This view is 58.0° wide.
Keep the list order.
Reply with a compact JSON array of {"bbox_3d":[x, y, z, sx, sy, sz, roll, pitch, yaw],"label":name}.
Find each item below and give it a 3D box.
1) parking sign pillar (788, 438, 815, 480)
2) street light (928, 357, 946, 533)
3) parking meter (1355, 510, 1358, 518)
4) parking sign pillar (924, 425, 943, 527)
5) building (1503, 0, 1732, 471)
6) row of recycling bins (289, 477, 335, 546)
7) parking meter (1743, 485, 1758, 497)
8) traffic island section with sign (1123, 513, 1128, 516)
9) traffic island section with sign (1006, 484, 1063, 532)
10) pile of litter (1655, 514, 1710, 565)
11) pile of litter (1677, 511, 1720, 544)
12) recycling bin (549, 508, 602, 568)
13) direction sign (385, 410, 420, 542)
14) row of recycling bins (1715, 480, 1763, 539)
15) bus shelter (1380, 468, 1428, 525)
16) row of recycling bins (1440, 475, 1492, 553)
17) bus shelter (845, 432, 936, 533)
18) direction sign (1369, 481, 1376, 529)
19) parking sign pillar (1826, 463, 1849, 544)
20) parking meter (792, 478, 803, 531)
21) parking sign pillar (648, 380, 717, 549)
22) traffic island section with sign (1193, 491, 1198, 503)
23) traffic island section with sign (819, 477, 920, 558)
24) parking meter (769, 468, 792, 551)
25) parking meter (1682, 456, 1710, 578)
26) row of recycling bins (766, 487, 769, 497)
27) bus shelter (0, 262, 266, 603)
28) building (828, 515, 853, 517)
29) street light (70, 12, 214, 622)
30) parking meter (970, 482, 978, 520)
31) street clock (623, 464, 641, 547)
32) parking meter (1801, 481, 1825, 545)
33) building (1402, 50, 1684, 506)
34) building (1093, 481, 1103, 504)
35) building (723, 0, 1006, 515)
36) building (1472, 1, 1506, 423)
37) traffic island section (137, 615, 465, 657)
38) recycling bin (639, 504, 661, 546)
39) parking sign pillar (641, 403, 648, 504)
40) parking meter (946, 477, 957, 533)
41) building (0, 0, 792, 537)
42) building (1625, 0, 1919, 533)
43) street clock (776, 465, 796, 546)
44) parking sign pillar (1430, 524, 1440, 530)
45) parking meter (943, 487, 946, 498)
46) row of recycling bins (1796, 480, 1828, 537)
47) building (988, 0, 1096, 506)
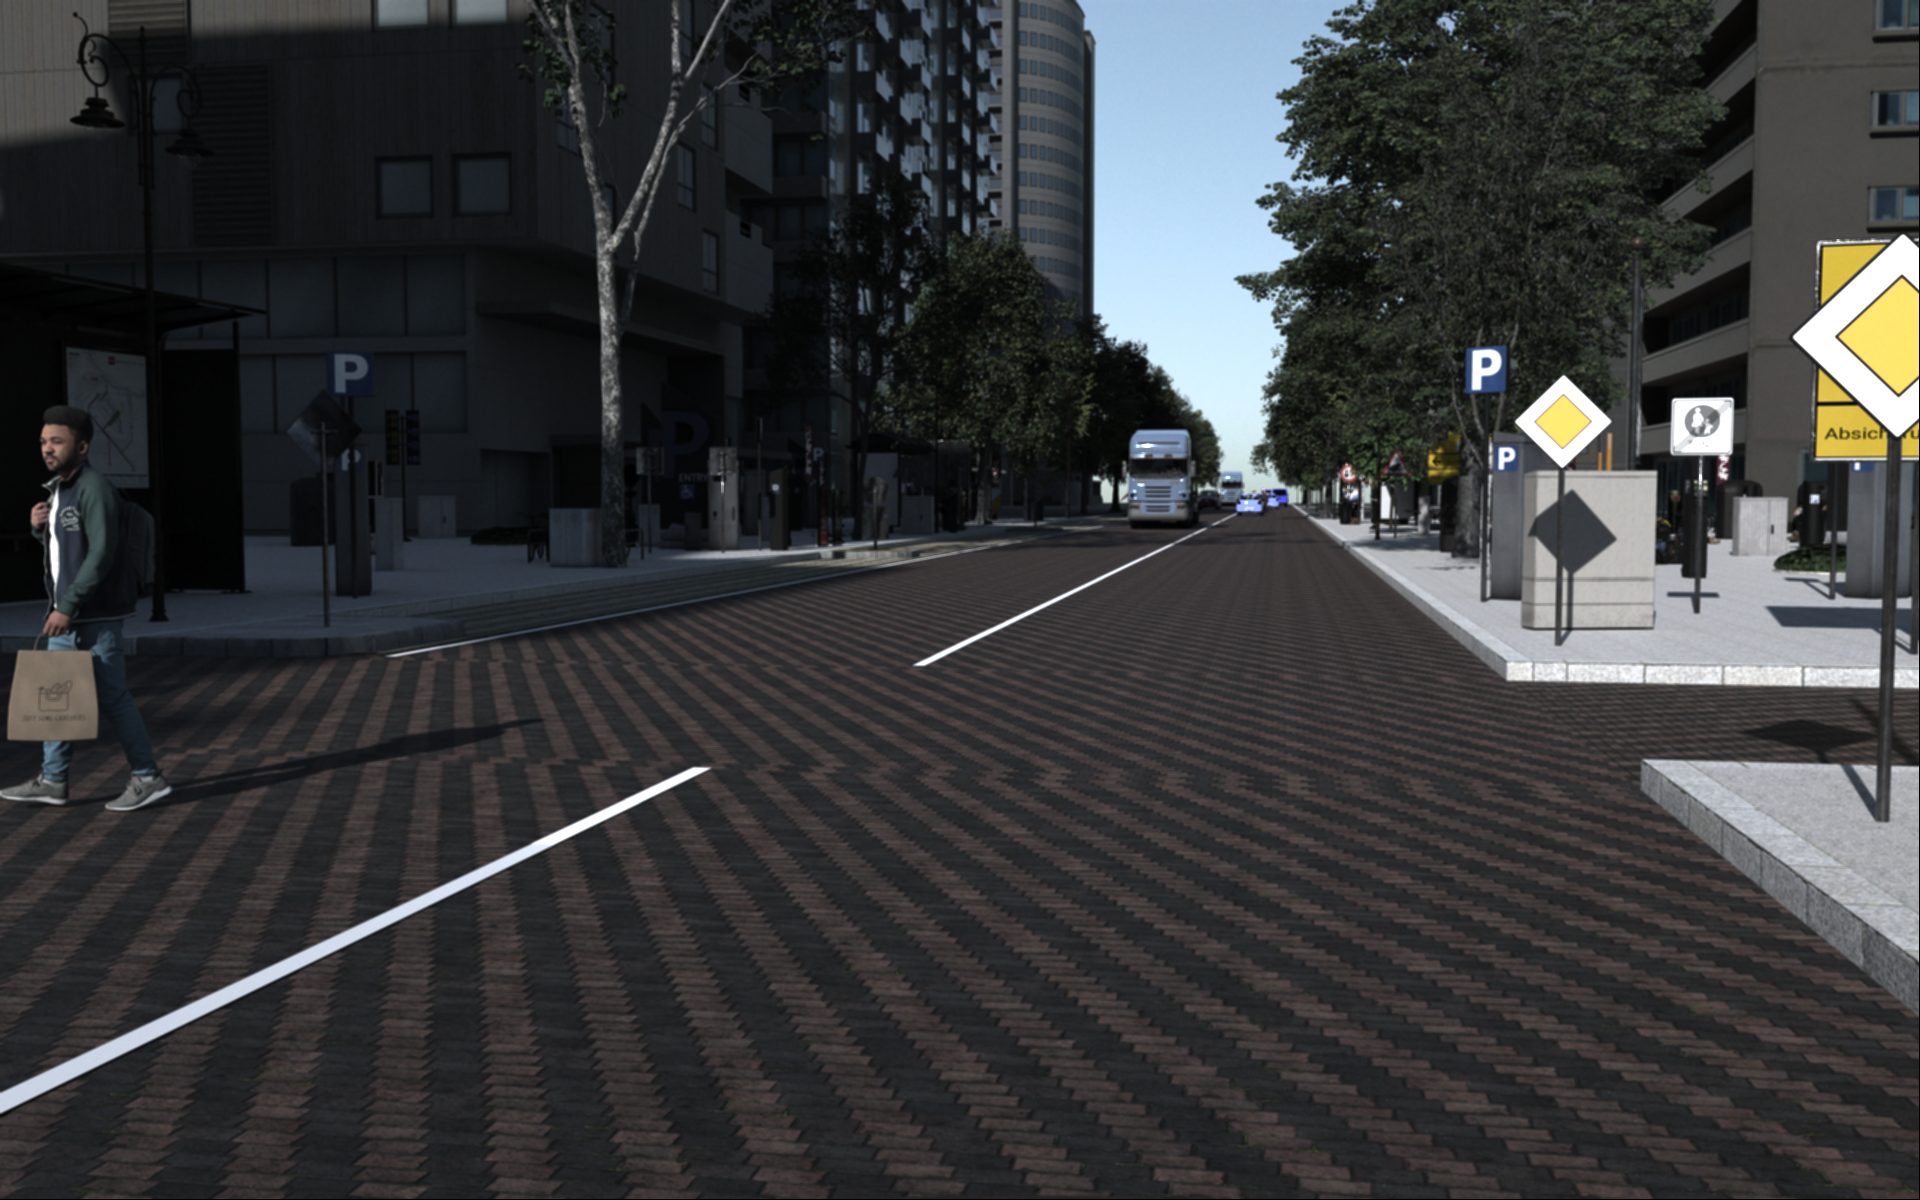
[{"bbox_3d":[-7.513,-5.730,82.159,1.447,3.967,1.447,0,4,-5],"label":"parking sign pillar"},{"bbox_3d":[-0.763,-5.141,56.842,0.468,5.910,1.993,1,4,10],"label":"street light"},{"bbox_3d":[19.873,-4.803,86.941,0.372,1.533,0.369,0,3,0],"label":"parking meter"},{"bbox_3d":[-1.032,-4.809,67.100,1.447,3.967,1.447,1,4,16],"label":"parking sign pillar"},{"bbox_3d":[42.003,-26.170,111.476,14.154,41.232,14.086,1,4,10],"label":"building"},{"bbox_3d":[-16.423,-2.260,44.062,1.069,1.692,3.534,-1,4,-16],"label":"row of recycling bins"},{"bbox_3d":[21.863,-2.418,47.943,0.372,1.533,0.369,0,3,0],"label":"parking meter"},{"bbox_3d":[11.851,-6.485,114.652,1.989,1.847,2.006,1,4,10],"label":"traffic island section with sign"},{"bbox_3d":[2.872,-3.494,65.751,1.989,1.847,2.006,1,4,10],"label":"traffic island section with sign"},{"bbox_3d":[12.581,-1.091,31.797,1.719,0.858,1.176,-1,4,-16],"label":"pile of litter"},{"bbox_3d":[19.136,-1.914,45.266,1.176,0.858,1.719,0,4,1],"label":"pile of litter"},{"bbox_3d":[-6.748,-1.100,30.534,0.722,1.027,0.722,1,4,19],"label":"recycling bin"},{"bbox_3d":[-15.015,-3.347,46.717,0.876,3.537,0.379,-1,4,-10],"label":"direction sign"},{"bbox_3d":[22.752,-2.662,50.643,1.069,1.692,3.534,2,4,32],"label":"row of recycling bins"},{"bbox_3d":[17.692,-4.599,69.113,2.014,3.302,5.546,1,4,10],"label":"bus shelter"},{"bbox_3d":[11.961,-1.962,39.196,3.534,1.692,1.069,-3,5,-44],"label":"row of recycling bins"},{"bbox_3d":[-2.259,-3.976,58.938,2.014,3.302,5.546,1,4,11],"label":"bus shelter"},{"bbox_3d":[15.324,-4.401,63.949,0.379,3.537,0.876,0,4,7],"label":"direction sign"},{"bbox_3d":[19.823,-3.032,38.041,1.447,3.967,1.447,-3,5,-43],"label":"parking sign pillar"},{"bbox_3d":[-5.715,-3.349,60.465,0.399,1.863,0.255,-2,4,-28],"label":"parking meter"},{"bbox_3d":[-6.415,-3.206,40.897,1.447,3.967,1.447,0,4,3],"label":"parking sign pillar"},{"bbox_3d":[26.592,-11.404,195.082,1.989,1.847,2.006,1,4,10],"label":"traffic island section with sign"},{"bbox_3d":[-1.980,-1.872,39.235,1.989,1.847,2.006,1,4,10],"label":"traffic island section with sign"},{"bbox_3d":[-4.114,-2.053,39.275,0.399,1.863,0.255,2,4,31],"label":"parking meter"},{"bbox_3d":[11.250,-1.270,26.481,0.255,1.863,0.399,0,4,3],"label":"parking meter"},{"bbox_3d":[-11.164,-5.221,92.483,1.069,1.692,3.534,1,4,20],"label":"row of recycling bins"},{"bbox_3d":[-10.278,-1.720,19.405,1.731,3.624,6.357,1,4,11],"label":"bus shelter"},{"bbox_3d":[-14.292,-29.949,109.267,23.786,49.044,30.456,1,4,10],"label":"building"},{"bbox_3d":[-8.076,-2.722,17.285,0.468,5.910,1.993,1,4,10],"label":"street light"},{"bbox_3d":[0.682,-4.876,85.441,0.255,1.863,0.399,-2,4,-27],"label":"parking meter"},{"bbox_3d":[-7.964,-2.279,41.834,0.471,2.002,0.358,-3,4,-36],"label":"street clock"},{"bbox_3d":[16.106,-1.486,32.706,0.372,1.533,0.369,0,3,0],"label":"parking meter"},{"bbox_3d":[66.436,-37.500,202.365,28.713,52.752,27.495,1,4,10],"label":"building"},{"bbox_3d":[2.152,-32.800,228.165,32.217,40.220,23.993,1,4,10],"label":"building"},{"bbox_3d":[-9.299,-31.791,139.390,23.786,49.044,30.456,1,4,10],"label":"building"},{"bbox_3d":[51.440,-31.349,132.169,23.786,49.044,30.456,1,4,10],"label":"building"},{"bbox_3d":[-6.126,0.341,16.706,2.009,0.180,2.903,1,4,10],"label":"traffic island section"},{"bbox_3d":[-7.450,-1.851,42.817,0.722,1.027,0.722,2,4,26],"label":"recycling bin"},{"bbox_3d":[-8.989,-3.877,51.866,1.447,3.967,1.447,2,4,26],"label":"parking sign pillar"},{"bbox_3d":[-0.225,-3.161,57.395,0.255,1.863,0.399,0,4,3],"label":"parking meter"},{"bbox_3d":[-23.006,-29.037,63.991,28.713,52.752,27.495,1,4,10],"label":"building"},{"bbox_3d":[38.288,-26.914,63.739,21.300,48.544,21.600,1,4,10],"label":"building"},{"bbox_3d":[-4.296,-2.334,42.737,0.471,2.002,0.358,-2,4,-32],"label":"street clock"},{"bbox_3d":[17.693,-4.531,62.552,1.447,3.967,1.447,1,4,10],"label":"parking sign pillar"},{"bbox_3d":[-0.816,-4.696,82.487,0.399,1.863,0.255,2,4,34],"label":"parking meter"},{"bbox_3d":[26.347,-2.825,53.302,1.069,1.692,3.534,1,4,20],"label":"row of recycling bins"},{"bbox_3d":[3.588,-40.293,200.789,21.231,58.520,28.212,1,4,10],"label":"building"}]
